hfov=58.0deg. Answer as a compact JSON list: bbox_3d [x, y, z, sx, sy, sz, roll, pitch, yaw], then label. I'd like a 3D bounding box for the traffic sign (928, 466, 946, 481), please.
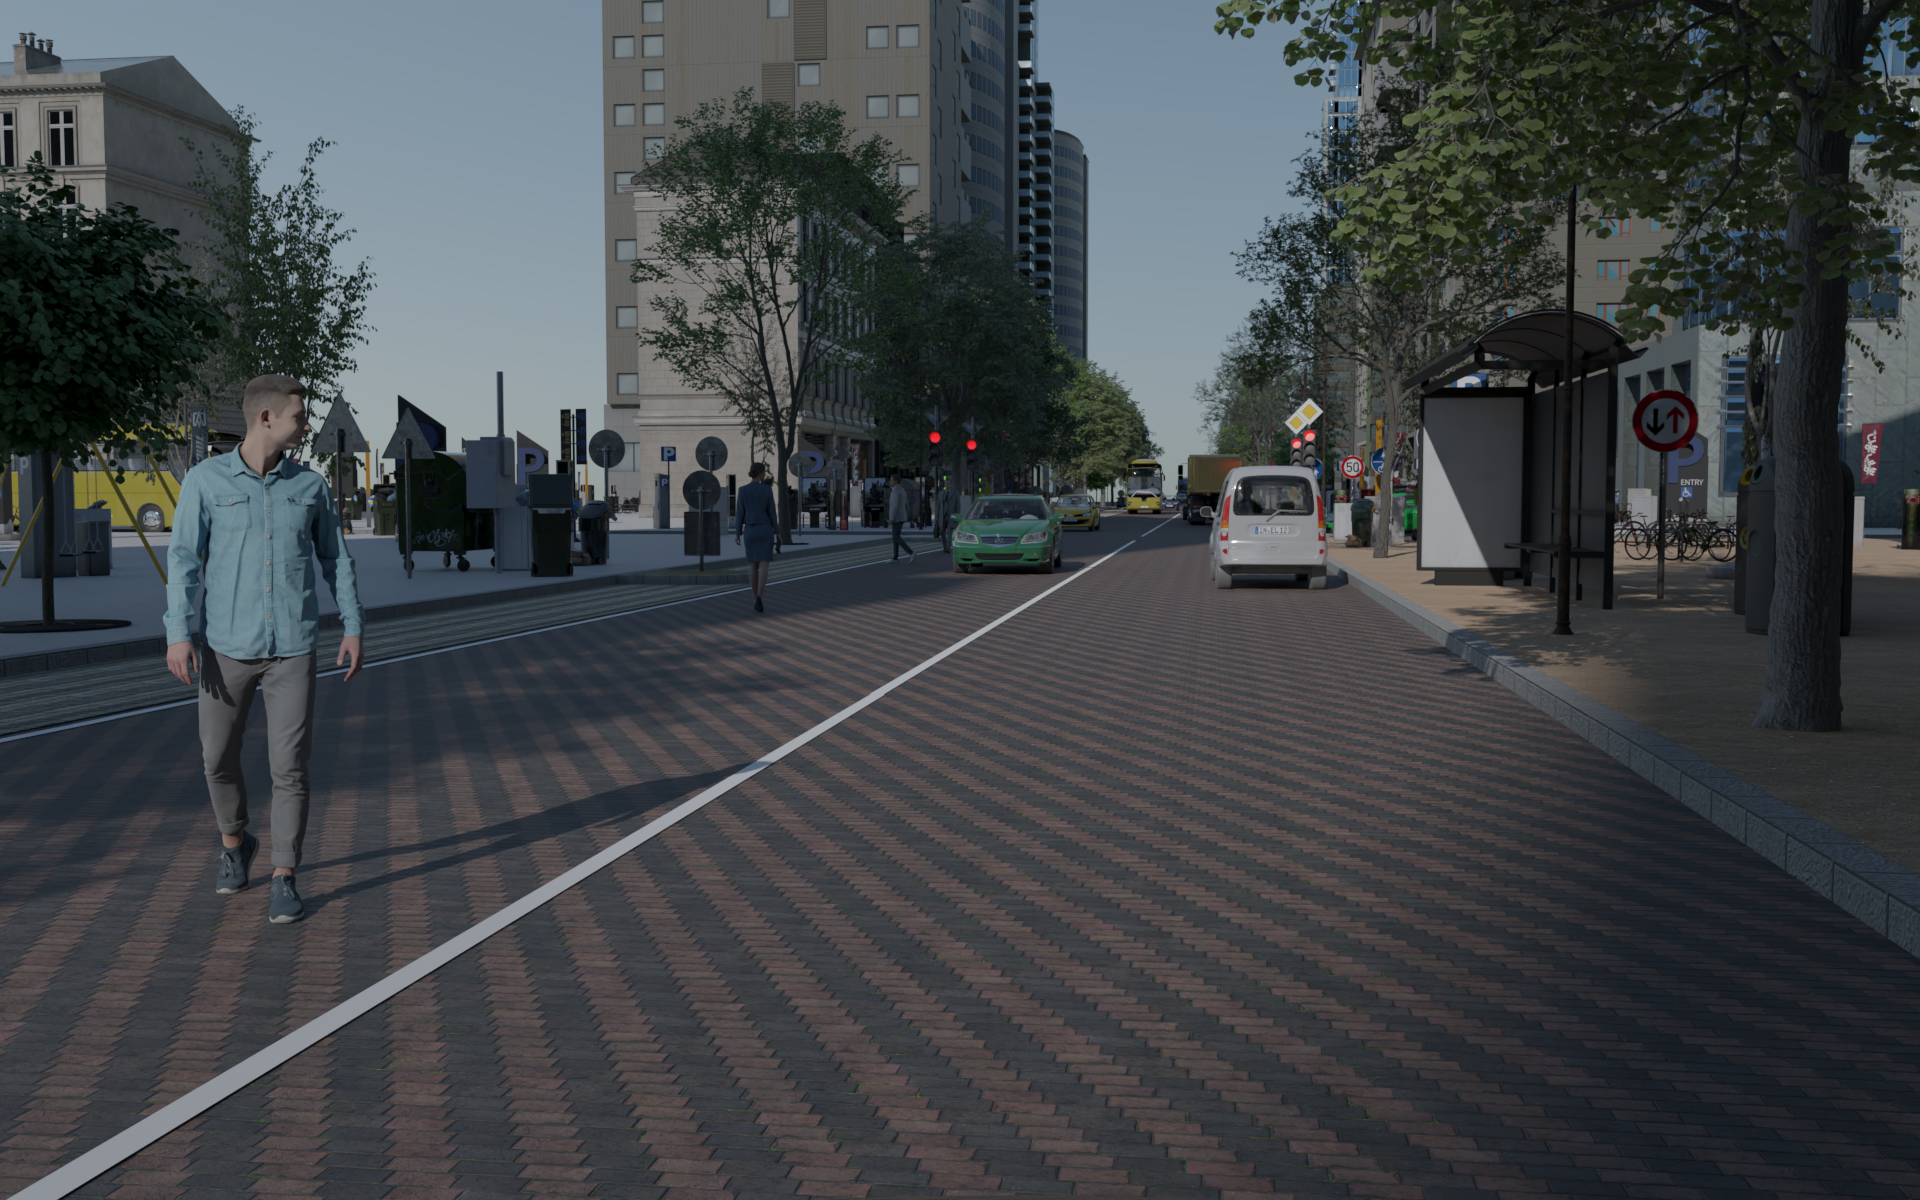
[{"bbox_3d":[-0.976,-4.301,70.323,0.884,2.594,0.081,1,4,16],"label":"traffic sign"}]

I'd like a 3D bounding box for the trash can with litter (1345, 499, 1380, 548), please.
[{"bbox_3d":[9.633,-1.847,41.592,0.624,1.170,1.055,2,4,29],"label":"trash can with litter"}]

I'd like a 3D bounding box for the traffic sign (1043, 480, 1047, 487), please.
[{"bbox_3d":[5.763,-7.547,123.393,0.884,2.594,0.081,1,4,14],"label":"traffic sign"}]

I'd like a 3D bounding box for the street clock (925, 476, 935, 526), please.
[{"bbox_3d":[-1.235,-3.925,68.737,0.358,2.002,0.471,3,4,36],"label":"street clock"}]

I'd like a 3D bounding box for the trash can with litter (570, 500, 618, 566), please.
[{"bbox_3d":[-6.652,-1.210,31.165,0.624,1.170,1.055,1,4,14],"label":"trash can with litter"}]

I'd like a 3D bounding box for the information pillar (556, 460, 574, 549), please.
[{"bbox_3d":[-8.516,-2.009,37.342,0.304,2.012,0.304,0,4,1],"label":"information pillar"}]

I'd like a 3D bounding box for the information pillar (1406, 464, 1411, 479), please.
[{"bbox_3d":[32.258,-8.151,124.616,0.183,3.616,0.504,3,5,42],"label":"information pillar"}]

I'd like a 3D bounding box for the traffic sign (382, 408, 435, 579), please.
[{"bbox_3d":[-8.334,-1.599,26.149,0.884,2.594,0.081,1,4,13],"label":"traffic sign"}]

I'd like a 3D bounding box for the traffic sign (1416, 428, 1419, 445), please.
[{"bbox_3d":[7.577,-1.665,27.321,0.768,2.556,0.104,1,4,11],"label":"traffic sign"}]

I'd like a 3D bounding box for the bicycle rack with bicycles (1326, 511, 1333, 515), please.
[{"bbox_3d":[15.498,-3.259,66.673,2.852,0.926,2.925,3,4,37],"label":"bicycle rack with bicycles"}]

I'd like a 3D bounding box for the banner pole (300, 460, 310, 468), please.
[{"bbox_3d":[-43.608,-7.655,115.175,0.863,3.779,0.401,0,4,-8],"label":"banner pole"}]

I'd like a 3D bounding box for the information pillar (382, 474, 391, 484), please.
[{"bbox_3d":[-21.019,-3.609,63.500,0.304,2.012,0.304,-1,4,-19],"label":"information pillar"}]

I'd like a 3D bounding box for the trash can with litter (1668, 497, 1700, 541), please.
[{"bbox_3d":[19.736,-2.231,47.530,1.678,1.210,2.233,2,4,24],"label":"trash can with litter"}]

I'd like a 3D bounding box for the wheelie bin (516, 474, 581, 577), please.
[{"bbox_3d":[-6.421,-1.168,27.008,0.980,1.594,0.693,-1,4,-18],"label":"wheelie bin"}]

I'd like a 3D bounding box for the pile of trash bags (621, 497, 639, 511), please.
[{"bbox_3d":[-24.317,-7.585,133.769,3.447,1.369,1.912,-2,4,-32],"label":"pile of trash bags"}]

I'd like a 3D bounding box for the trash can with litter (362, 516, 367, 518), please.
[{"bbox_3d":[-31.648,-4.927,91.608,2.233,1.210,1.678,-1,4,-9],"label":"trash can with litter"}]

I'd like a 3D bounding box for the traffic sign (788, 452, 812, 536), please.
[{"bbox_3d":[-4.862,-3.207,52.539,0.768,2.556,0.104,1,4,16],"label":"traffic sign"}]

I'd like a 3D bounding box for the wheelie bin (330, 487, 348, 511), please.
[{"bbox_3d":[-28.719,-4.365,79.269,0.980,1.594,0.693,-1,4,-11],"label":"wheelie bin"}]

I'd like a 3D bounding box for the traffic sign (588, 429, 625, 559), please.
[{"bbox_3d":[-6.965,-2.081,34.126,0.768,2.556,0.104,1,4,11],"label":"traffic sign"}]

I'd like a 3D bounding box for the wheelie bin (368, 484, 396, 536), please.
[{"bbox_3d":[-17.736,-2.789,53.503,0.980,1.594,0.693,-2,4,-30],"label":"wheelie bin"}]

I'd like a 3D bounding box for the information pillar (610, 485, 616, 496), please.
[{"bbox_3d":[-26.906,-7.943,134.354,0.304,2.012,0.304,1,4,16],"label":"information pillar"}]

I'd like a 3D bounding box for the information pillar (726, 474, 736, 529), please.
[{"bbox_3d":[-8.492,-3.658,64.306,0.304,2.012,0.304,-2,4,-25],"label":"information pillar"}]

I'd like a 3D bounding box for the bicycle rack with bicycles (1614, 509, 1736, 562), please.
[{"bbox_3d":[14.052,-1.243,33.711,2.852,0.926,2.925,-1,4,-23],"label":"bicycle rack with bicycles"}]

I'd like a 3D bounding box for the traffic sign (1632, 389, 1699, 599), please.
[{"bbox_3d":[8.578,-1.286,21.137,0.768,2.556,0.104,1,4,12],"label":"traffic sign"}]

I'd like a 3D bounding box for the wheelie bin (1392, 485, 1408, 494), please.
[{"bbox_3d":[14.932,-3.091,58.451,0.980,1.594,0.693,1,4,20],"label":"wheelie bin"}]

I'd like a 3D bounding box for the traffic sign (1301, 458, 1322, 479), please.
[{"bbox_3d":[12.402,-3.727,61.038,0.768,2.556,0.104,1,4,9],"label":"traffic sign"}]

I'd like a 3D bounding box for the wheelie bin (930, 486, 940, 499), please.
[{"bbox_3d":[-0.745,-3.863,71.060,0.980,1.594,0.693,0,4,-7],"label":"wheelie bin"}]

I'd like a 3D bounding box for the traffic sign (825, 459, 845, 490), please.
[{"bbox_3d":[-4.575,-3.867,63.325,0.768,2.556,0.104,1,4,14],"label":"traffic sign"}]

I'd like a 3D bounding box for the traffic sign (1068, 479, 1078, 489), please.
[{"bbox_3d":[8.721,-8.094,133.528,0.795,2.450,0.064,1,4,15],"label":"traffic sign"}]

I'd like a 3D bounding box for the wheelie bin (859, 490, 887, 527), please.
[{"bbox_3d":[-3.361,-3.733,68.937,0.980,1.594,0.693,-3,5,-40],"label":"wheelie bin"}]

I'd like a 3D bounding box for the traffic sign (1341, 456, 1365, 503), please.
[{"bbox_3d":[13.009,-3.506,57.430,0.768,2.556,0.104,1,4,14],"label":"traffic sign"}]

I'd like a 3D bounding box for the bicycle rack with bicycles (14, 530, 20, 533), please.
[{"bbox_3d":[-29.518,-2.406,52.723,2.925,0.926,2.852,0,4,-4],"label":"bicycle rack with bicycles"}]

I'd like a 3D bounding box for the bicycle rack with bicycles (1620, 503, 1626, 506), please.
[{"bbox_3d":[22.083,-3.032,62.956,2.925,0.926,2.852,0,4,-4],"label":"bicycle rack with bicycles"}]

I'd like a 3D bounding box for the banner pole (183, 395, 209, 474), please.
[{"bbox_3d":[-19.391,-3.296,43.914,0.863,3.779,0.401,1,4,13],"label":"banner pole"}]

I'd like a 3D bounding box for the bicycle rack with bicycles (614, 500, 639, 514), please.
[{"bbox_3d":[-22.036,-6.074,112.688,2.925,0.926,2.852,0,4,-2],"label":"bicycle rack with bicycles"}]

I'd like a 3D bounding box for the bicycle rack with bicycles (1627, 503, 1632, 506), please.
[{"bbox_3d":[25.985,-3.356,68.258,2.925,0.926,2.852,-1,4,-10],"label":"bicycle rack with bicycles"}]

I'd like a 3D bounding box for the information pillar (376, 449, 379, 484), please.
[{"bbox_3d":[-29.887,-5.965,88.876,0.183,3.616,0.504,-1,4,-14],"label":"information pillar"}]

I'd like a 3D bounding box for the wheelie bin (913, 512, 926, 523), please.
[{"bbox_3d":[-1.771,-4.193,76.457,0.693,1.594,0.980,2,4,32],"label":"wheelie bin"}]

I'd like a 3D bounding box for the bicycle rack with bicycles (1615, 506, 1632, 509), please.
[{"bbox_3d":[17.413,-1.728,41.635,2.925,0.926,2.852,2,4,29],"label":"bicycle rack with bicycles"}]

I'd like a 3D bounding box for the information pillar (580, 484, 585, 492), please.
[{"bbox_3d":[-28.554,-7.750,131.196,0.304,2.012,0.304,2,4,25],"label":"information pillar"}]

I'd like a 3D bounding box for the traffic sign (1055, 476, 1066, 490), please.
[{"bbox_3d":[7.105,-7.484,122.463,0.768,2.556,0.104,1,4,10],"label":"traffic sign"}]

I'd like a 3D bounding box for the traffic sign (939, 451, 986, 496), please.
[{"bbox_3d":[0.116,-5.366,81.615,2.265,3.308,0.079,1,4,13],"label":"traffic sign"}]

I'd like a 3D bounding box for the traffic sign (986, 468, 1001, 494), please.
[{"bbox_3d":[1.573,-5.093,83.369,0.768,2.556,0.104,1,4,9],"label":"traffic sign"}]

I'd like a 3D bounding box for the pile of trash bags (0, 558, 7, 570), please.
[{"bbox_3d":[-17.745,-1.214,29.595,1.912,1.369,3.447,-3,5,-44],"label":"pile of trash bags"}]

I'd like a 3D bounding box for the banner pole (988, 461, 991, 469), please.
[{"bbox_3d":[2.214,-8.504,129.058,0.401,3.779,0.863,1,4,21],"label":"banner pole"}]

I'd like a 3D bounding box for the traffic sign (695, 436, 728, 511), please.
[{"bbox_3d":[-5.484,-2.328,38.176,0.768,2.556,0.104,1,4,14],"label":"traffic sign"}]

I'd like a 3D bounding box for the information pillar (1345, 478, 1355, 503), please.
[{"bbox_3d":[18.203,-4.671,80.869,0.304,2.012,0.304,-3,5,-41],"label":"information pillar"}]

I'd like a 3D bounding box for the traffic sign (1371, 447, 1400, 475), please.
[{"bbox_3d":[11.473,-2.851,46.716,0.768,2.556,0.104,1,4,17],"label":"traffic sign"}]

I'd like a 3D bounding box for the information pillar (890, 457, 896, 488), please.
[{"bbox_3d":[-4.021,-6.890,104.005,0.183,3.616,0.504,3,4,38],"label":"information pillar"}]

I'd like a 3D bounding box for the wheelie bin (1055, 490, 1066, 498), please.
[{"bbox_3d":[6.970,-6.833,119.626,0.693,1.594,0.980,-1,4,-17],"label":"wheelie bin"}]

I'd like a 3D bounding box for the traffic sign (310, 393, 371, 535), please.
[{"bbox_3d":[-7.962,-1.360,22.246,0.884,2.594,0.081,1,4,16],"label":"traffic sign"}]
